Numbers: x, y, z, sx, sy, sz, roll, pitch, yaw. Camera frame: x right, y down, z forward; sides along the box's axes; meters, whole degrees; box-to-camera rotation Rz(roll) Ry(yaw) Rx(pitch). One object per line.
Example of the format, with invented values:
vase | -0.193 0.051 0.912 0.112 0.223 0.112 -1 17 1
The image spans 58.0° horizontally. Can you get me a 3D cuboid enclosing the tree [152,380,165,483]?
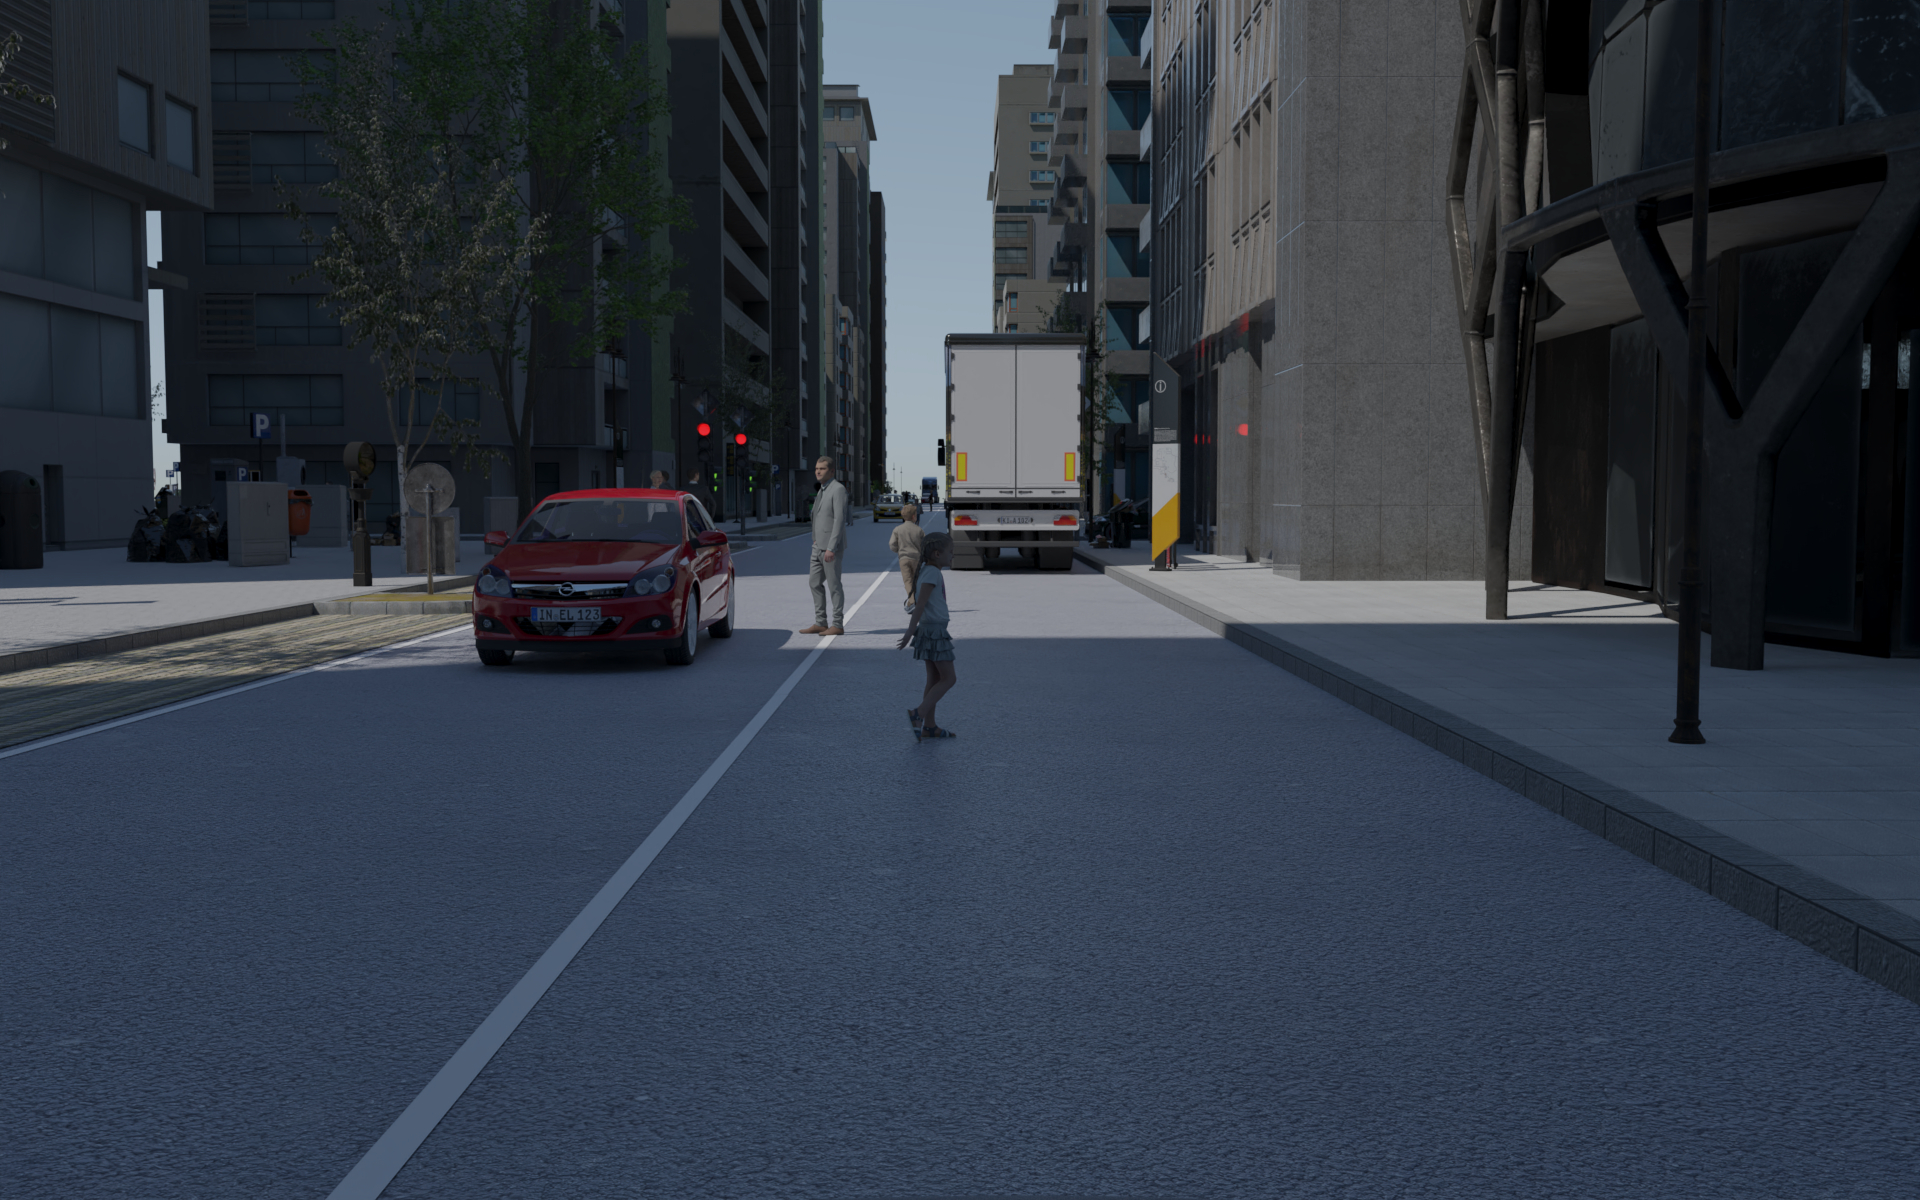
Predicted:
tree | -33.230 -7.167 67.542 4.737 8.622 4.395 0 3 0

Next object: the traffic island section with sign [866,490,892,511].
traffic island section with sign | -7.213 -8.749 151.673 1.989 1.847 2.006 0 4 0

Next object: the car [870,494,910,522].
car | -3.568 -4.798 88.678 2.015 1.641 3.980 0 4 -1

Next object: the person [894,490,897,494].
person | -3.966 -5.933 106.506 0.522 1.701 0.512 -1 4 -19

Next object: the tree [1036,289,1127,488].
tree | 4.138 -6.800 61.545 4.737 8.622 4.395 0 3 0

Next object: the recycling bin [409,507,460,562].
recycling bin | -9.892 -1.222 32.530 0.722 1.027 0.722 3 5 40

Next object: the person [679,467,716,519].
person | -4.601 -1.378 30.389 0.648 1.900 0.474 -1 4 -14

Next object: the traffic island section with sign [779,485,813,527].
traffic island section with sign | -6.894 -4.131 76.170 1.989 1.847 2.006 0 4 0

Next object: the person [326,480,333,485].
person | -18.723 -2.648 51.659 0.638 1.841 0.748 -3 4 -37

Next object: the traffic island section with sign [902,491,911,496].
traffic island section with sign | -7.691 -15.573 263.250 1.989 1.847 2.006 0 4 0

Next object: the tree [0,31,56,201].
tree | -9.280 -3.833 13.027 4.360 8.622 3.978 0 3 0

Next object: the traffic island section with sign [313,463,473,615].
traffic island section with sign | -6.658 -0.779 21.363 1.989 1.847 2.006 0 4 0

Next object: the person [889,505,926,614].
person | -0.619 -0.488 20.747 0.475 1.303 0.640 -1 4 -21

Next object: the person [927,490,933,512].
person | -2.463 -8.145 142.189 0.721 1.766 1.217 1 4 17

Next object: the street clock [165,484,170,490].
street clock | -58.055 -7.486 126.965 0.358 2.002 0.471 0 4 6

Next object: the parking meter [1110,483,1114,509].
parking meter | 7.087 -4.504 79.357 0.399 1.863 0.255 -1 4 -18

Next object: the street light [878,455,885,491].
street light | -9.530 -14.792 214.637 0.468 5.910 1.993 0 4 0

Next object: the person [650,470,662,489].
person | -5.180 -1.281 29.320 0.818 1.842 0.514 -1 4 -20

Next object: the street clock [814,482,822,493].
street clock | -8.674 -6.186 105.705 0.471 2.002 0.358 -2 4 -30

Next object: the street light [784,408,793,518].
street light | -9.006 -7.223 90.881 0.468 5.910 1.993 0 4 0

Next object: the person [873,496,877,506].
person | -5.073 -5.610 104.504 0.425 1.301 0.394 -2 4 -33

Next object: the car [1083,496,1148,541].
car | 5.681 -2.470 50.172 4.222 1.686 2.009 0 4 -1

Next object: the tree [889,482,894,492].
tree | -9.987 -14.198 226.732 1.663 3.219 1.824 0 3 0

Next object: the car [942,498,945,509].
car | -0.689 -9.519 165.423 2.009 1.686 4.222 0 3 0

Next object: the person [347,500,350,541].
person | -17.476 -2.326 49.127 0.523 1.515 0.503 -2 4 -24

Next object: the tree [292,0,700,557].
tree | -9.000 -6.680 34.977 9.928 11.665 9.643 0 3 0

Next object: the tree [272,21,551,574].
tree | -8.803 -4.715 27.456 4.360 8.622 3.978 0 3 0

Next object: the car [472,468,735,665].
car | -3.145 -0.416 15.845 2.155 1.783 4.494 0 4 -1

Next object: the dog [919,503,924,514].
dog | -2.656 -6.523 123.479 0.800 0.831 0.513 -3 5 -40

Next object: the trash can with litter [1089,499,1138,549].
trash can with litter | 3.620 -1.801 40.836 1.055 1.170 0.624 -1 4 -22

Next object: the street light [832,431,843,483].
street light | -9.123 -9.659 130.705 0.468 5.910 1.993 0 4 0

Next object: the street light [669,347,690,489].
street light | -8.829 -5.002 54.570 0.468 5.910 1.993 0 4 0

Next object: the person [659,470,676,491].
person | -5.299 -1.359 30.518 0.447 1.846 0.655 1 4 20

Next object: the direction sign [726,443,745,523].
direction sign | -9.877 -5.167 76.484 0.876 3.537 0.379 -1 4 -21

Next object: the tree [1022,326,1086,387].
tree | 3.653 -7.633 75.155 4.360 8.622 3.978 0 3 0

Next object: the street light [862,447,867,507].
street light | -9.273 -11.879 167.017 0.468 5.910 1.993 0 4 0

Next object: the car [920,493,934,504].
car | -4.603 -14.315 243.087 2.155 1.783 4.494 0 4 0

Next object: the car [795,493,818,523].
car | -6.600 -4.367 80.194 1.959 1.807 4.718 0 4 1

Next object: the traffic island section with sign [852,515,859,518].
traffic island section with sign | -7.008 -5.780 103.125 1.989 1.847 2.006 0 4 0

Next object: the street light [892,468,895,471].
street light | -9.558 -17.013 250.949 0.468 5.910 1.993 0 4 0

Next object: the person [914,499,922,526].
person | -1.719 -3.505 70.491 0.332 1.250 0.352 1 4 12

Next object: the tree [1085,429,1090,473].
tree | 3.840 -5.296 70.298 4.285 4.588 4.351 0 3 0

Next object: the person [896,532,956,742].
person | -0.217 0.205 10.163 0.382 1.210 0.505 -1 4 -11

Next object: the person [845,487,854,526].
person | -5.031 -4.214 77.952 0.362 1.759 0.519 -3 5 -44

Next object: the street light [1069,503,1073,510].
street light | 3.566 -5.063 55.569 0.468 5.910 1.993 0 4 0

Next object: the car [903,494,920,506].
car | -4.526 -8.895 155.215 2.009 1.686 4.222 0 4 1

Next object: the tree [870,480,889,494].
tree | -10.100 -13.326 212.476 1.663 3.219 1.824 0 3 0

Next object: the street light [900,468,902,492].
street light | -9.745 -19.251 287.538 0.468 5.910 1.993 0 4 0

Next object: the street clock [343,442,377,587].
street clock | -8.301 -1.189 24.016 0.358 2.002 0.471 1 4 13

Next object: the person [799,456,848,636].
person | -1.334 -0.548 17.565 0.391 1.810 0.635 -2 4 -32

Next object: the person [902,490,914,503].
person | -4.338 -8.009 140.271 1.217 1.723 0.721 0 4 -6

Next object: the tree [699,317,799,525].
tree | -8.940 -7.433 71.899 4.360 8.622 3.978 0 3 0
